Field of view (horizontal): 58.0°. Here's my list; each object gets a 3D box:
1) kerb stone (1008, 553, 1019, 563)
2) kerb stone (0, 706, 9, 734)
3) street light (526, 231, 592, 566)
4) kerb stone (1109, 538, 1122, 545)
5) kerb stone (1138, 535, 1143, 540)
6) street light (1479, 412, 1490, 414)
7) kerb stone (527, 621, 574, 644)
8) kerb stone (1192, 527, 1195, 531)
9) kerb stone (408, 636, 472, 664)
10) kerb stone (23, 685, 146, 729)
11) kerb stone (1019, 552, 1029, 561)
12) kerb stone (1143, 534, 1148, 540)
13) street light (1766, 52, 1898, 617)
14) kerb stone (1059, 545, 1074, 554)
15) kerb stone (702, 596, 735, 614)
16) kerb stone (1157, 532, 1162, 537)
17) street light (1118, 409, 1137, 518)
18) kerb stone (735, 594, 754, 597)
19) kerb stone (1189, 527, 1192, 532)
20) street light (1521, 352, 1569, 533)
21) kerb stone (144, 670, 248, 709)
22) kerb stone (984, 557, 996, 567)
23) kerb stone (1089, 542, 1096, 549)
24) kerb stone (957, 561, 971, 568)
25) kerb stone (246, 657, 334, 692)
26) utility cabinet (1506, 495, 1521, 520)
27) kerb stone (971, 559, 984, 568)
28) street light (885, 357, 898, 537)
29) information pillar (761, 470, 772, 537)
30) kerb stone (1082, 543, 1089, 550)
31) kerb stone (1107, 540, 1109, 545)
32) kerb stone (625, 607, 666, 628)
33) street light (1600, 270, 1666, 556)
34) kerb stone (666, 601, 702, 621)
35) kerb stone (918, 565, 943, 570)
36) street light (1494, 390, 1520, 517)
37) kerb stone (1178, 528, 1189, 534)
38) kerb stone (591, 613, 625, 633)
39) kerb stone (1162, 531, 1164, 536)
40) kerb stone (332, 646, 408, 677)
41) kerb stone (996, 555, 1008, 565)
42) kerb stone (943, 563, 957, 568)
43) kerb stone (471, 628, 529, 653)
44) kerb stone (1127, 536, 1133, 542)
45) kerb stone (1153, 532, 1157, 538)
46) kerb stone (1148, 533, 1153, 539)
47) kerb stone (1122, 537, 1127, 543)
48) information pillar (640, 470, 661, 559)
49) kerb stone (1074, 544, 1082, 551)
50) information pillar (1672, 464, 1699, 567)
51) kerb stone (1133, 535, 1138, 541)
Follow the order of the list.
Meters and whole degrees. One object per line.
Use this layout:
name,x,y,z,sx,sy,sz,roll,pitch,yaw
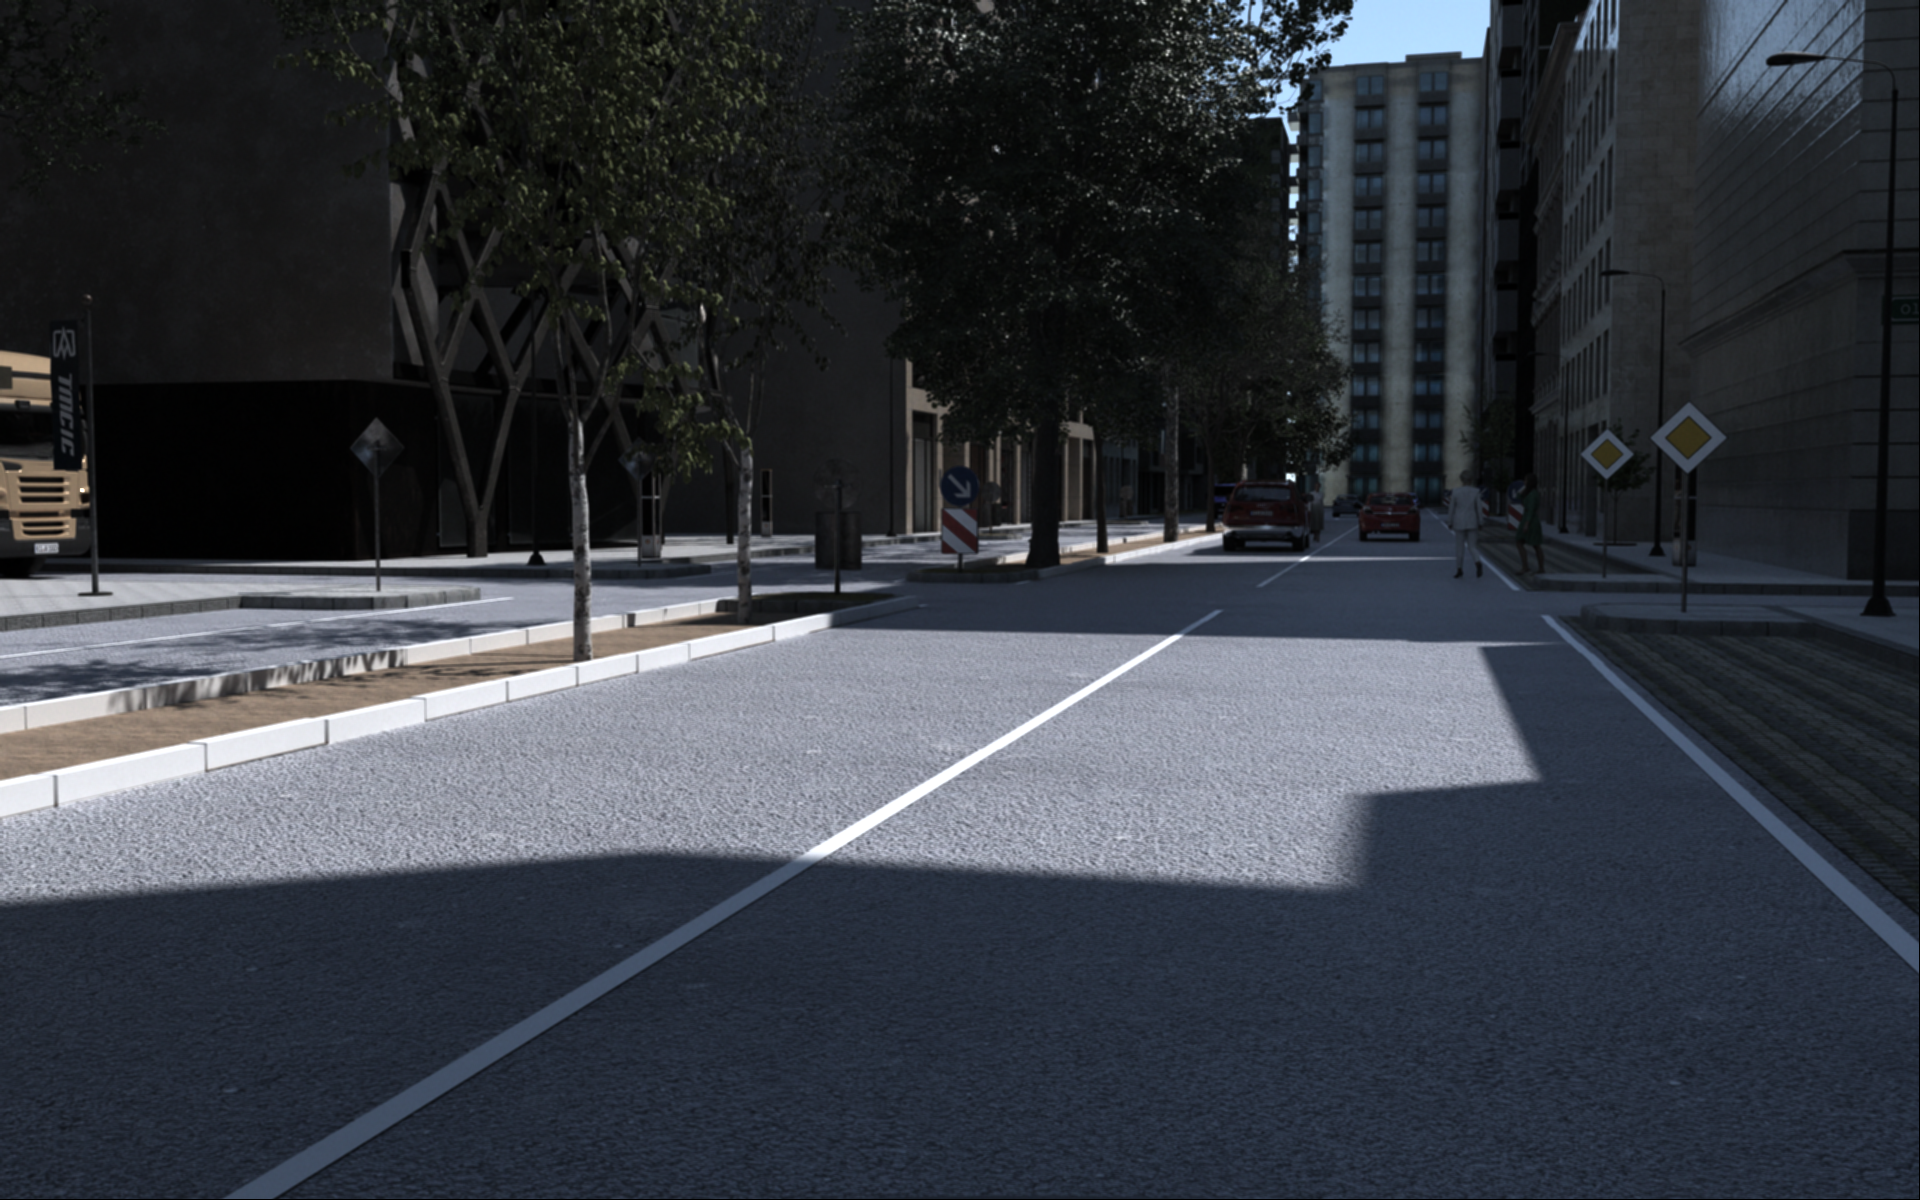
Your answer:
kerb stone,1.016,-0.858,36.270,0.120,0.150,1.000,1,4,15
kerb stone,-5.831,0.747,9.989,0.120,0.150,1.000,1,4,15
street light,-7.114,-3.569,30.897,1.470,5.913,1.316,1,4,15
kerb stone,4.380,-1.644,49.181,0.120,0.150,1.000,1,4,15
kerb stone,5.410,-1.891,53.149,0.120,0.150,1.000,1,4,15
street light,30.188,-7.699,98.422,1.470,5.913,1.316,1,4,15
kerb stone,-4.028,0.322,16.932,0.120,0.150,1.000,1,4,15
kerb stone,8.766,-2.684,66.074,0.120,0.150,1.000,1,4,15
kerb stone,-4.545,0.448,14.940,0.120,0.150,1.000,1,4,15
kerb stone,-5.581,0.686,10.980,0.120,0.150,1.000,1,4,15
kerb stone,1.265,-0.922,37.267,0.120,0.150,1.000,1,4,15
kerb stone,5.663,-1.954,54.139,0.120,0.150,1.000,1,4,15
street light,9.173,-2.796,18.253,1.470,5.913,1.316,1,4,15
kerb stone,2.555,-1.224,42.223,0.120,0.150,1.000,1,4,15
kerb stone,-2.992,0.080,20.892,0.120,0.150,1.000,1,4,15
kerb stone,6.434,-2.136,57.115,0.120,0.150,1.000,1,4,15
street light,9.271,-7.383,93.252,1.470,5.913,1.316,1,4,15
kerb stone,-2.737,0.022,21.882,0.120,0.150,1.000,1,4,15
kerb stone,8.513,-2.617,65.081,0.120,0.150,1.000,1,4,15
street light,19.255,-5.146,56.682,1.470,5.913,1.316,1,4,15
kerb stone,-5.317,0.626,11.967,0.120,0.150,1.000,1,4,15
kerb stone,0.493,-0.738,34.284,0.120,0.150,1.000,1,4,15
kerb stone,3.331,-1.407,45.201,0.120,0.150,1.000,1,4,15
kerb stone,-0.023,-0.618,32.306,0.120,0.150,1.000,1,4,15
kerb stone,-5.058,0.565,12.959,0.120,0.150,1.000,1,4,15
utility cabinet,27.049,-4.477,84.363,1.020,1.237,0.306,-3,4,-37
kerb stone,0.238,-0.679,33.294,0.120,0.150,1.000,1,4,15
street light,-1.530,-4.838,51.637,1.470,5.913,1.316,1,4,15
information pillar,-5.796,-2.897,51.861,0.304,2.012,0.304,0,4,0
kerb stone,3.074,-1.342,44.206,0.120,0.150,1.000,1,4,15
kerb stone,3.855,-1.526,47.185,0.120,0.150,1.000,1,4,15
kerb stone,-3.503,0.201,18.911,0.120,0.150,1.000,1,4,15
street light,13.931,-3.874,35.875,1.470,5.913,1.316,1,4,15
kerb stone,-3.250,0.140,19.901,0.120,0.150,1.000,1,4,15
kerb stone,-0.539,-0.492,30.323,0.120,0.150,1.000,1,4,15
street light,24.697,-6.429,77.658,1.470,5.913,1.316,1,4,15
kerb stone,8.248,-2.562,64.080,0.120,0.150,1.000,1,4,15
kerb stone,-3.768,0.264,17.921,0.120,0.150,1.000,1,4,15
kerb stone,6.697,-2.197,58.110,0.120,0.150,1.000,1,4,15
kerb stone,-4.798,0.504,13.950,0.120,0.150,1.000,1,4,15
kerb stone,0.756,-0.800,35.282,0.120,0.150,1.000,1,4,15
kerb stone,-0.282,-0.556,31.313,0.120,0.150,1.000,1,4,15
kerb stone,-4.292,0.387,15.944,0.120,0.150,1.000,1,4,15
kerb stone,4.901,-1.772,51.163,0.120,0.150,1.000,1,4,15
kerb stone,6.184,-2.075,56.124,0.120,0.150,1.000,1,4,15
kerb stone,5.926,-2.012,55.129,0.120,0.150,1.000,1,4,15
kerb stone,4.626,-1.711,50.174,0.120,0.150,1.000,1,4,15
information pillar,-6.174,-1.838,34.544,0.304,2.012,0.304,1,4,16
kerb stone,2.818,-1.283,43.216,0.120,0.150,1.000,1,4,15
information pillar,12.877,-1.605,30.741,0.304,2.012,0.304,0,4,-5
kerb stone,5.147,-1.832,52.156,0.120,0.150,1.000,1,4,15
